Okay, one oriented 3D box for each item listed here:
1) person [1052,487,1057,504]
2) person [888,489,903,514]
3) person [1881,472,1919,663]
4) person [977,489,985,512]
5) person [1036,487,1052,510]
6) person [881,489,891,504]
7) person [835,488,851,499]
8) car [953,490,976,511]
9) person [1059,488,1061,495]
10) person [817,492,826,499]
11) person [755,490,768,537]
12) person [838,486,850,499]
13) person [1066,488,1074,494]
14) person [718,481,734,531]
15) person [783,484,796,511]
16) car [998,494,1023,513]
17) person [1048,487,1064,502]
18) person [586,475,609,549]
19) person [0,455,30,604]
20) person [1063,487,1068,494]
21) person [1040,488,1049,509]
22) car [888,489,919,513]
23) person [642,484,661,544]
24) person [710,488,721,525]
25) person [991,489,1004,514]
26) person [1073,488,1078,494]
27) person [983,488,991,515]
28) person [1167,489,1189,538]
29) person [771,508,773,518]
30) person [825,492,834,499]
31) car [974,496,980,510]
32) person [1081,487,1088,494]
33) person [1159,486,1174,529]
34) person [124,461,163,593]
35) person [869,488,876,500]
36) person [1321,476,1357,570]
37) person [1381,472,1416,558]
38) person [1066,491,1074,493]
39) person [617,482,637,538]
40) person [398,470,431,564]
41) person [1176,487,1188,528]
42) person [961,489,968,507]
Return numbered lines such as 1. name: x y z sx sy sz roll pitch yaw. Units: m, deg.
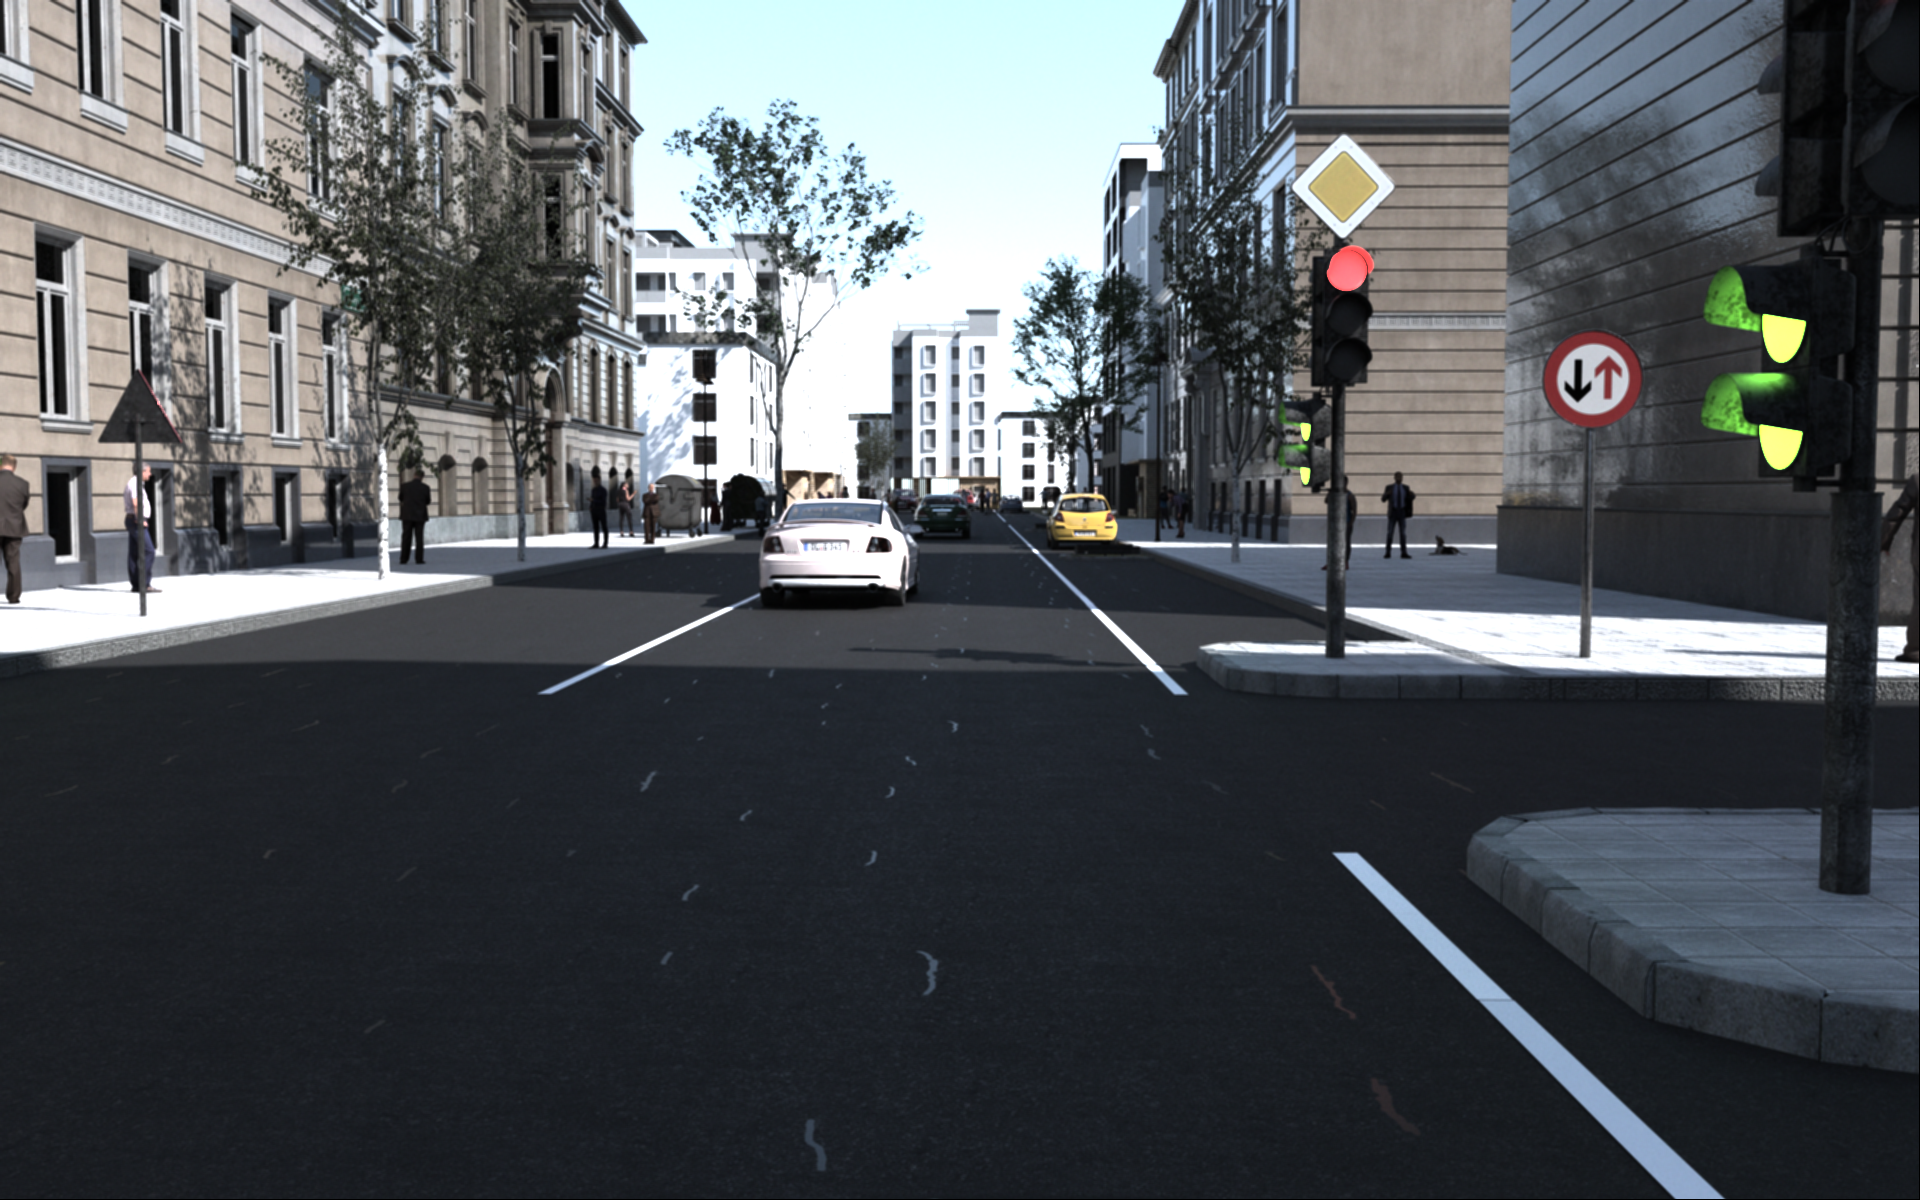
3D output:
1. person: 6.729 -7.146 123.025 0.705 1.807 1.348 1 4 11
2. person: -3.615 -5.360 96.863 1.217 1.736 0.721 3 5 45
3. person: 7.448 -0.402 13.170 0.990 1.755 0.434 1 4 13
4. person: 1.783 -7.783 135.711 1.348 1.831 0.705 3 5 42
5. person: 6.815 -8.216 140.355 1.348 1.826 0.705 1 4 12
6. person: -5.519 -7.709 134.549 1.348 1.824 0.705 0 4 5
7. person: -8.949 -7.683 132.387 1.217 1.743 0.721 0 4 -3
8. car: 0.238 -8.646 150.035 2.281 1.827 5.304 0 4 1
9. person: 9.380 -9.576 162.624 0.705 1.823 1.348 -1 4 -8
10. person: -7.877 -5.482 98.910 0.421 1.427 0.697 3 5 44
11. person: -6.573 -2.854 57.370 0.429 1.552 0.499 -1 4 -11
12. person: -7.982 -6.951 119.687 0.705 1.824 1.348 2 4 32
13. person: 6.997 -6.308 110.103 0.541 1.710 0.530 0 4 -1
14. person: -8.108 -3.246 59.915 0.445 1.727 0.742 0 4 -2
15. person: -9.824 -5.563 96.623 1.348 1.869 0.705 -1 4 -21
16. car: 3.958 -7.496 134.556 2.014 1.417 4.499 0 4 0
17. person: 6.037 -6.119 106.811 1.217 1.735 0.721 0 4 0
18. person: -8.551 -2.078 40.724 0.576 1.737 0.504 2 4 28
19. person: -11.238 -0.829 20.278 0.600 1.739 0.565 2 4 23
20. person: 8.838 -8.355 142.638 1.348 1.826 0.705 3 4 37
21. person: 7.545 -8.982 152.907 0.705 1.823 1.348 -2 4 -33
22. car: -4.196 -7.432 130.194 2.281 1.827 5.304 0 4 2
23. person: -7.903 -2.206 44.385 0.482 1.546 0.388 0 4 -6
24. person: -10.195 -3.893 72.157 0.523 1.526 0.387 -3 5 -44
25. person: 2.461 -7.072 124.126 1.348 1.824 0.705 0 4 7
26. person: 8.323 -7.361 127.071 1.217 1.739 0.721 1 4 21
27. person: 1.819 -6.807 119.656 0.599 1.838 0.709 2 4 30
28. person: 6.366 -2.530 50.647 0.697 1.427 0.421 -2 4 -27
29. person: -10.406 -5.414 94.555 0.705 1.826 1.348 1 4 12
30. person: -7.659 -5.605 100.904 0.991 1.433 0.599 -2 4 -28
31. car: 0.865 -8.890 157.710 2.083 1.381 4.827 0 3 0
32. person: 8.137 -6.446 112.143 1.217 1.736 0.721 0 4 -8
33. person: 7.656 -3.448 64.280 0.647 1.594 0.662 3 5 44
34. person: -10.691 -0.959 22.657 0.436 1.711 0.756 -2 4 -24
35. person: -4.839 -5.286 95.475 0.434 1.755 0.990 -2 4 -24
36. person: 6.412 -1.311 29.353 0.647 1.594 0.662 3 4 38
37. person: 8.721 -1.688 34.461 0.655 1.722 0.431 0 4 5
38. person: 7.322 -6.626 114.459 1.350 1.814 0.705 -3 5 -41
39. person: -9.831 -2.670 51.174 0.593 1.643 0.415 0 4 -8
40. person: -10.054 -1.540 31.909 0.565 1.739 0.600 -3 4 -37
41. person: 8.323 -3.478 65.127 0.499 1.552 0.429 1 4 17
42. person: 0.239 -6.224 110.934 0.621 1.740 0.551 0 4 6
